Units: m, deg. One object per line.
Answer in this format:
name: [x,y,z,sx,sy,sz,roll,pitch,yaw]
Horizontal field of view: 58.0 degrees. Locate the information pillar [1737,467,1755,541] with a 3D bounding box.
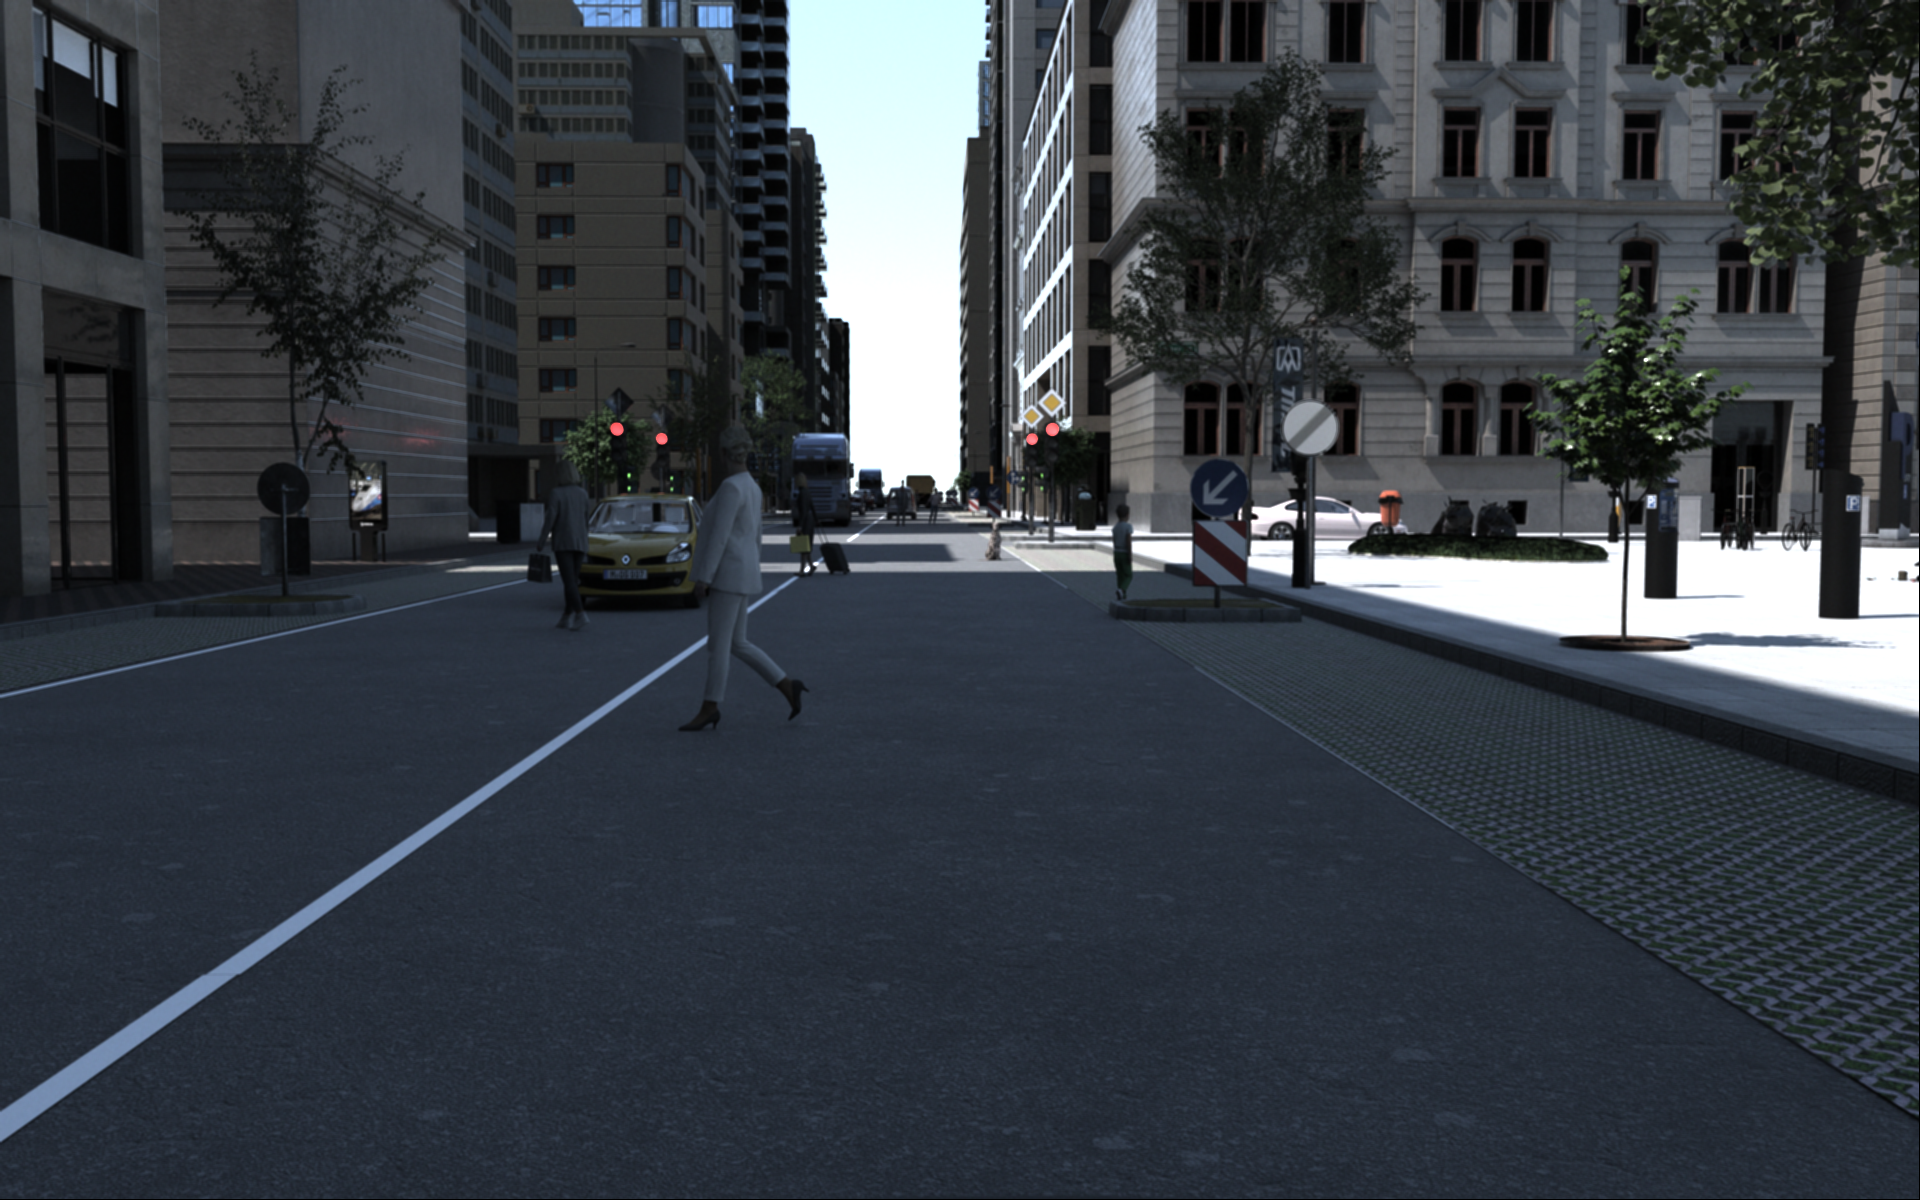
information pillar: [21.360,-2.606,47.099,0.304,2.012,0.304,-1,4,-10]

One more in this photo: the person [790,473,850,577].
person: [-2.484,-1.324,30.364,0.699,1.804,1.509,3,5,40]

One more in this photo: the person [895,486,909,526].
person: [-2.632,-4.263,78.304,0.635,1.810,0.391,0,4,-2]

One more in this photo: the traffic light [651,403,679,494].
traffic light: [-9.153,-3.954,53.574,0.839,4.253,0.868,0,4,-1]

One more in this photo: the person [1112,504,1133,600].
person: [2.094,-0.588,22.368,0.306,1.304,0.590,1,4,20]

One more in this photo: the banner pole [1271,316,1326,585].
banner pole: [4.776,-2.107,24.466,0.863,3.779,0.401,-1,4,-13]

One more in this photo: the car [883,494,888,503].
car: [-10.112,-13.453,228.759,1.959,1.807,4.718,0,4,-3]

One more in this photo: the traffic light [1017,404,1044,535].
traffic light: [2.204,-3.973,53.878,0.839,4.253,0.868,0,4,-1]

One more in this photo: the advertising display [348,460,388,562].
advertising display: [-11.215,-1.689,32.824,0.974,1.923,0.123,2,4,32]

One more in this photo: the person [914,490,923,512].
person: [-3.377,-8.143,142.174,0.750,1.759,0.617,-1,4,-21]

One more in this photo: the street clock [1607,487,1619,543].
street clock: [17.271,-2.518,45.735,0.471,2.002,0.358,-2,4,-34]

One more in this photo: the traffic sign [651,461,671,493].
traffic sign: [-11.139,-3.937,64.480,0.768,2.556,0.104,0,4,3]

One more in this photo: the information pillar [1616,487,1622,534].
information pillar: [20.992,-3.901,55.136,0.183,3.616,0.504,2,4,32]

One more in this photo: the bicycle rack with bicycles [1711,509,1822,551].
bicycle rack with bicycles: [18.597,-1.629,40.009,2.852,0.926,2.925,3,4,38]

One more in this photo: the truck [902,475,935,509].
truck: [-4.073,-10.852,173.349,3.469,3.379,9.791,0,4,-3]

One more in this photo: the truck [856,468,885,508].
truck: [-9.442,-12.020,186.290,2.967,4.110,18.799,0,4,-1]

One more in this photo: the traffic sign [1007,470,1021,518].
traffic sign: [2.910,-5.709,93.453,0.768,2.556,0.104,0,4,-1]

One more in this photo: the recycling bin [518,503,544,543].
recycling bin: [-11.539,-2.061,46.249,0.722,1.027,0.722,-2,4,-27]

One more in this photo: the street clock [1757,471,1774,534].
street clock: [25.558,-3.085,55.010,0.471,2.002,0.358,1,4,19]

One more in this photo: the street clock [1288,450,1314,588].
street clock: [4.671,-1.174,23.763,0.358,2.002,0.471,0,4,2]

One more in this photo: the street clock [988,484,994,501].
street clock: [2.190,-7.103,120.696,0.471,2.002,0.358,0,4,1]

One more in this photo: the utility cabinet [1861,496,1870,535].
utility cabinet: [28.706,-2.681,55.002,0.306,1.237,1.020,2,4,27]

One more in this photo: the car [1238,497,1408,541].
car: [10.365,-2.277,49.593,4.827,1.381,2.083,0,4,-1]

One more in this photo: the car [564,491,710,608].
car: [-4.160,-0.778,22.949,2.015,1.641,3.980,0,4,-3]

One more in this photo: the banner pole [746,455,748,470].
banner pole: [-13.662,-7.394,110.905,0.401,3.779,0.863,-1,4,-14]

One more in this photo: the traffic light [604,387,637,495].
traffic light: [-8.950,-3.466,45.592,0.839,4.253,0.868,0,4,-1]

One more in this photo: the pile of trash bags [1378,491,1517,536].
pile of trash bags: [12.408,-2.103,44.129,3.447,1.369,1.912,1,4,15]

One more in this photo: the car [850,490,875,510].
car: [-8.712,-8.918,154.484,2.281,1.827,5.304,0,4,-3]

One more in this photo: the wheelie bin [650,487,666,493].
wheelie bin: [-13.888,-4.374,79.426,0.980,1.594,0.693,1,4,19]

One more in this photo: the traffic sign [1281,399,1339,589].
traffic sign: [4.709,-1.423,23.375,0.768,2.556,0.104,0,4,7]

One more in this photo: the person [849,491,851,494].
person: [-12.671,-11.681,199.452,1.348,1.831,0.705,1,4,21]

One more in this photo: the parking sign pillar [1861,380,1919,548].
parking sign pillar: [22.471,-3.246,41.544,1.447,3.967,1.447,3,5,40]

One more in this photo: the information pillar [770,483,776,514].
information pillar: [-12.299,-6.691,113.894,0.304,2.012,0.304,-2,4,-31]

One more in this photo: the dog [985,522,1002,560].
dog: [0.630,-1.269,37.578,0.800,0.831,0.513,-2,4,-34]

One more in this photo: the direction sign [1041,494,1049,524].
direction sign: [3.670,-5.050,74.560,0.876,3.537,0.379,0,4,5]

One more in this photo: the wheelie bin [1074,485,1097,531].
wheelie bin: [4.400,-3.239,60.870,0.693,1.594,0.980,-1,4,-20]

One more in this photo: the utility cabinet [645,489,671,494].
utility cabinet: [-14.126,-4.424,81.019,1.173,1.500,0.318,1,4,17]

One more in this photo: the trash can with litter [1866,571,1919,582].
trash can with litter: [14.496,-0.867,25.231,2.233,1.210,1.678,3,5,43]

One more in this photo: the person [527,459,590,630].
person: [-4.193,-0.588,18.305,0.728,1.800,0.709,3,5,44]

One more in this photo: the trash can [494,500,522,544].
trash can: [-11.714,-2.035,44.927,0.748,1.137,0.748,0,3,0]

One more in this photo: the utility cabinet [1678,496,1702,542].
utility cabinet: [19.571,-2.195,47.053,1.020,1.237,0.306,1,4,15]

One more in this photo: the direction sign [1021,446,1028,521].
direction sign: [3.071,-5.522,82.277,0.379,3.537,0.876,-1,4,-11]

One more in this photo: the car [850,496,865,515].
car: [-7.402,-6.445,117.954,1.945,1.354,3.894,0,4,0]

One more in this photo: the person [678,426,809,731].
person: [-1.318,-0.134,10.562,0.818,1.842,0.514,-1,4,-13]

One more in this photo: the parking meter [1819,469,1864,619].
parking meter: [9.105,-0.580,17.901,0.372,1.533,0.369,0,3,0]

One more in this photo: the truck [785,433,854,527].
truck: [-6.475,-5.684,82.692,2.967,4.110,18.799,0,4,-3]

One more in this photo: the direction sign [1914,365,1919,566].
direction sign: [17.209,-2.370,30.741,0.876,3.537,0.379,-2,4,-33]

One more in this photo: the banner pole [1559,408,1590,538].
banner pole: [15.280,-3.255,43.232,0.863,3.779,0.401,1,4,21]

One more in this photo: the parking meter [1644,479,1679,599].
parking meter: [8.629,-0.788,21.295,0.372,1.533,0.369,0,3,0]

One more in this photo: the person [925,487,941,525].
person: [-1.306,-4.418,81.411,0.731,1.740,0.598,-2,4,-26]

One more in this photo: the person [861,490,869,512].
person: [-7.709,-7.968,139.488,0.721,1.736,1.217,2,4,31]

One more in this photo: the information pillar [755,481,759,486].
information pillar: [-11.885,-5.879,100.617,0.304,2.012,0.304,1,4,11]

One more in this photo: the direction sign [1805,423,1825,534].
direction sign: [27.464,-3.895,55.673,0.876,3.537,0.379,-2,4,-27]
